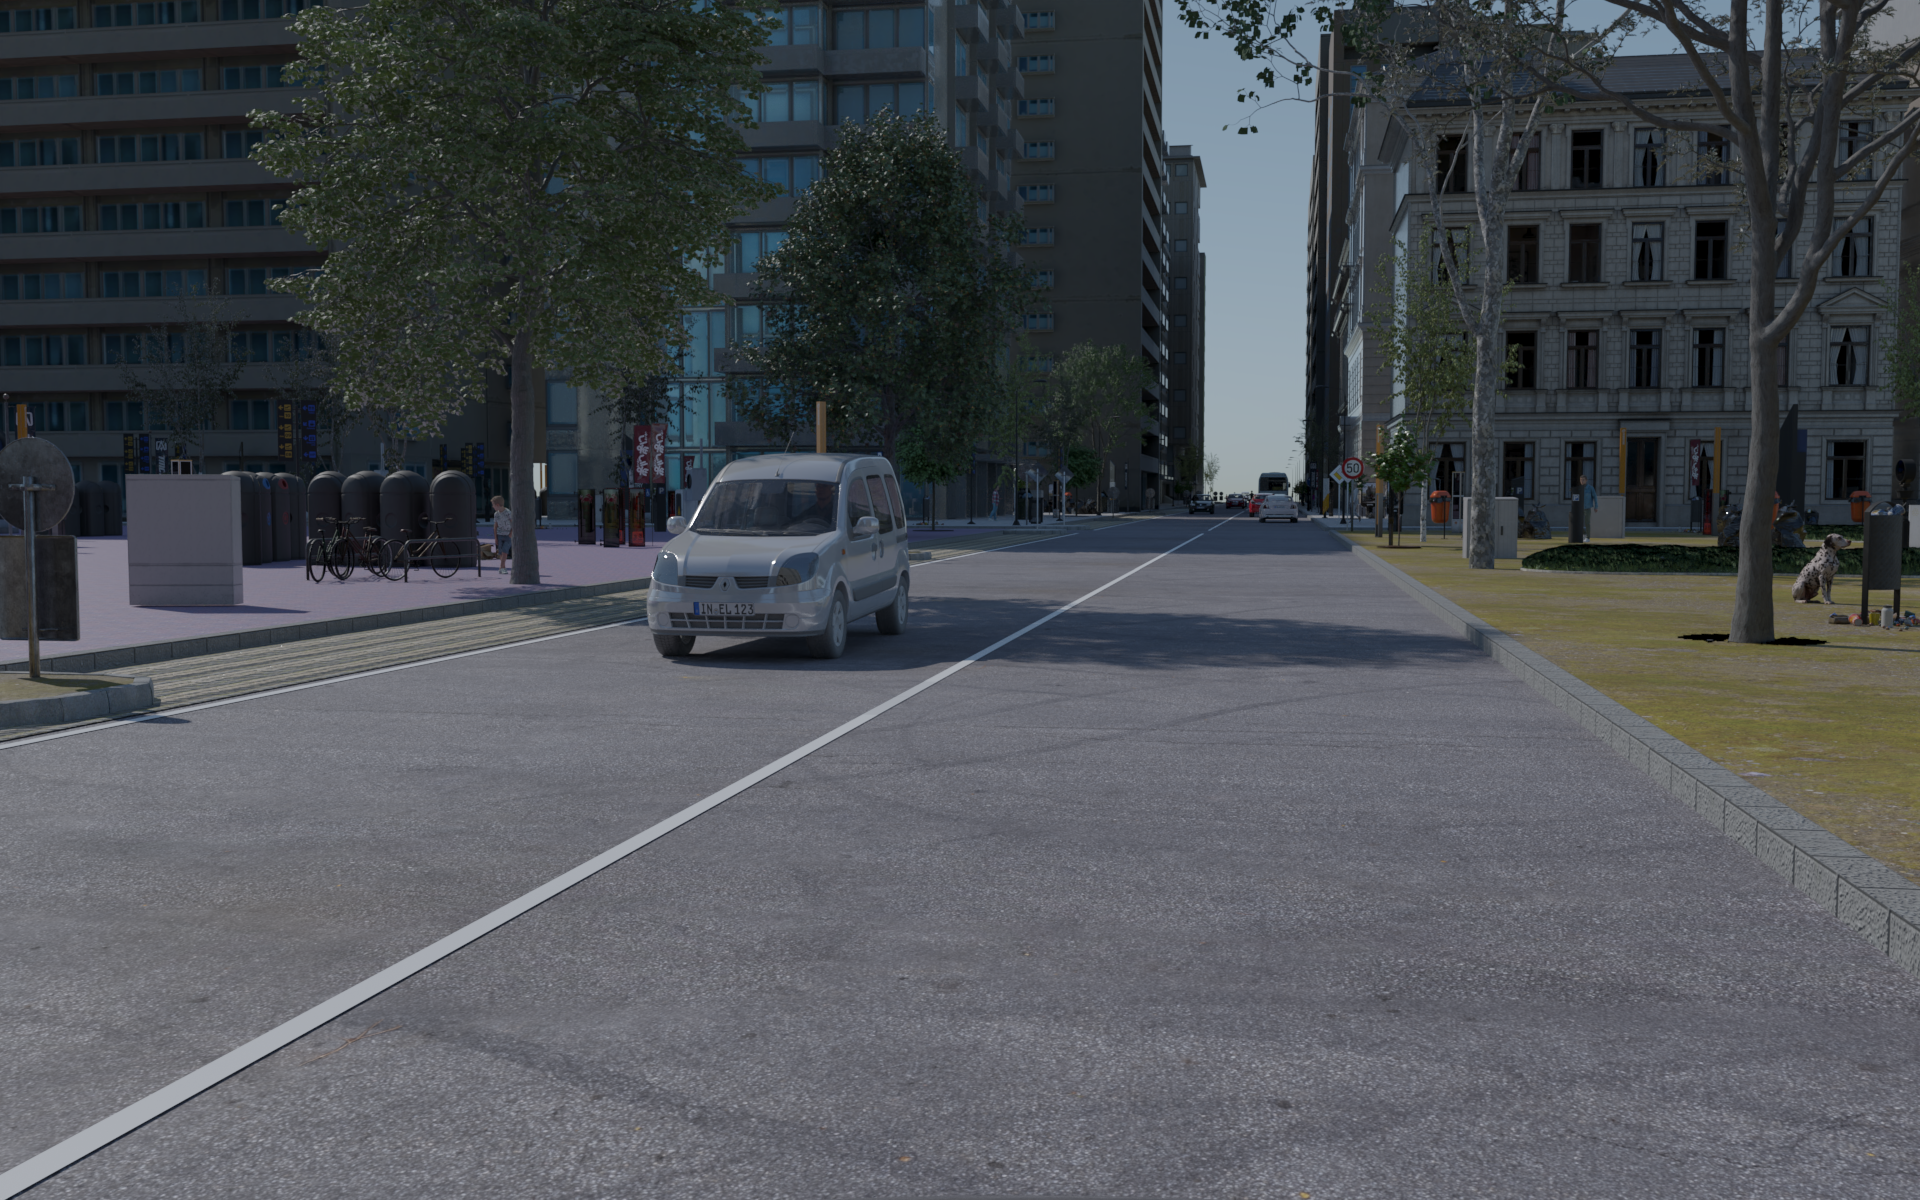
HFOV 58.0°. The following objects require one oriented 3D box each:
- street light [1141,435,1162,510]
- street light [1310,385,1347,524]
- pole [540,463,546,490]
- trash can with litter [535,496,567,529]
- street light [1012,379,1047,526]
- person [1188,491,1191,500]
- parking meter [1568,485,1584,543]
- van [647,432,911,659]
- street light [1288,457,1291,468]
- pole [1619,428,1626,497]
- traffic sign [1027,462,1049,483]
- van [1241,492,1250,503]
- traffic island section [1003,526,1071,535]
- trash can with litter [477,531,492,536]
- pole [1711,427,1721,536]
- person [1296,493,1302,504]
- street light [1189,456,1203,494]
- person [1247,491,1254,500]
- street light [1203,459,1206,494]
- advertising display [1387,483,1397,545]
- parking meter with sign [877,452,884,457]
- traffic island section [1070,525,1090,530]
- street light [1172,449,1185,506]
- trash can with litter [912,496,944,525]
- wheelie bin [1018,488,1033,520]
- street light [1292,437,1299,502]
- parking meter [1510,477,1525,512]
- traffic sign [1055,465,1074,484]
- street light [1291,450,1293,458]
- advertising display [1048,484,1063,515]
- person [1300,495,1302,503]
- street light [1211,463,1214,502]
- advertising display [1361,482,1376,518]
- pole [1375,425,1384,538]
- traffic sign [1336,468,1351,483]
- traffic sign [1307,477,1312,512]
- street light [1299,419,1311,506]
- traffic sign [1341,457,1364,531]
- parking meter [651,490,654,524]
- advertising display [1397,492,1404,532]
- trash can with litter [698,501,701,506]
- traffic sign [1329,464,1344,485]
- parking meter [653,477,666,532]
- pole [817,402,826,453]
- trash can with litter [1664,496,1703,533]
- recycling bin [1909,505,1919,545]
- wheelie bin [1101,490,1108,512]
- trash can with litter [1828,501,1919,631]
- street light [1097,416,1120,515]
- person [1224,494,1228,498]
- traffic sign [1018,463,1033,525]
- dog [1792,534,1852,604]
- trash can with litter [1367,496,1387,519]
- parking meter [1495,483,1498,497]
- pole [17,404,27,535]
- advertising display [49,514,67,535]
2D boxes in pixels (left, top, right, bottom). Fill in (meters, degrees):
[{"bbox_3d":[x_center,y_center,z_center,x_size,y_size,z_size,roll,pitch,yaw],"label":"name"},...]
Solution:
[{"bbox_3d":[14.929,-10.047,136.804,1.470,5.913,1.316,1,4,10],"label":"street light"},{"bbox_3d":[15.892,-6.213,74.122,1.470,5.913,1.316,1,4,10],"label":"street light"},{"bbox_3d":[-27.654,-7.374,114.414,0.158,3.312,0.155,0,3,0],"label":"pole"},{"bbox_3d":[-15.575,-3.225,63.790,1.678,1.210,2.233,-2,4,-33],"label":"trash can with litter"},{"bbox_3d":[2.832,-5.985,70.399,1.470,5.913,1.316,1,4,10],"label":"street light"},{"bbox_3d":[24.037,-10.501,181.102,0.530,1.710,0.541,2,4,29],"label":"person"},{"bbox_3d":[16.164,-2.264,45.420,0.372,1.533,0.369,0,3,0],"label":"parking meter"},{"bbox_3d":[-1.620,-0.580,16.490,2.013,2.044,4.112,1,4,10],"label":"van"},{"bbox_3d":[35.814,-12.894,183.353,1.470,5.913,1.316,1,4,10],"label":"street light"},{"bbox_3d":[20.389,-3.639,53.335,0.158,3.312,0.155,0,3,0],"label":"pole"},{"bbox_3d":[2.767,-3.665,62.121,0.795,2.593,0.064,1,4,10],"label":"traffic sign"},{"bbox_3d":[47.823,-17.336,290.449,2.013,2.044,4.112,1,4,11],"label":"van"},{"bbox_3d":[2.742,-2.441,62.192,2.009,0.180,2.903,1,4,10],"label":"traffic island section"},{"bbox_3d":[-15.504,-2.596,53.509,2.233,1.210,1.678,2,4,26],"label":"trash can with litter"},{"bbox_3d":[23.056,-3.606,52.799,0.158,3.312,0.155,0,3,0],"label":"pole"},{"bbox_3d":[44.424,-13.408,226.057,1.217,1.735,0.721,1,4,16],"label":"person"},{"bbox_3d":[28.625,-14.662,212.259,1.470,5.913,1.316,1,4,10],"label":"street light"},{"bbox_3d":[35.770,-12.488,212.302,1.348,1.869,0.705,0,4,6],"label":"person"},{"bbox_3d":[31.538,-15.601,227.621,1.470,5.913,1.316,1,4,10],"label":"street light"},{"bbox_3d":[10.678,-2.304,42.880,0.123,1.923,0.974,1,4,13],"label":"advertising display"},{"bbox_3d":[-4.013,-4.576,71.086,1.738,3.016,0.543,-2,4,-25],"label":"parking meter with sign"},{"bbox_3d":[4.174,-2.922,70.048,2.009,0.180,2.903,1,4,10],"label":"traffic island section"},{"bbox_3d":[22.596,-12.627,178.994,1.470,5.913,1.316,1,4,10],"label":"street light"},{"bbox_3d":[-1.151,-3.708,71.688,1.678,1.210,2.233,1,4,22],"label":"trash can with litter"},{"bbox_3d":[3.214,-4.793,86.266,0.980,1.594,0.693,3,5,39],"label":"wheelie bin"},{"bbox_3d":[28.160,-10.341,141.615,1.470,5.913,1.316,1,4,10],"label":"street light"},{"bbox_3d":[18.562,-3.180,57.700,0.399,1.863,0.255,0,4,-7],"label":"parking meter"},{"bbox_3d":[4.198,-4.146,69.977,0.795,2.593,0.064,1,4,10],"label":"traffic sign"},{"bbox_3d":[29.696,-10.865,150.190,1.470,5.913,1.316,1,4,10],"label":"street light"},{"bbox_3d":[5.977,-6.268,107.701,0.974,1.923,0.123,1,4,12],"label":"advertising display"},{"bbox_3d":[51.855,-15.735,262.947,0.705,1.869,1.348,1,4,23],"label":"person"},{"bbox_3d":[37.498,-17.631,260.812,1.470,5.913,1.316,1,4,10],"label":"street light"},{"bbox_3d":[21.984,-5.369,93.000,0.974,1.923,0.123,-1,4,-16],"label":"advertising display"},{"bbox_3d":[12.388,-3.504,51.138,0.158,3.312,0.155,0,3,0],"label":"pole"},{"bbox_3d":[13.482,-3.545,60.155,0.795,2.593,0.064,1,4,10],"label":"traffic sign"},{"bbox_3d":[25.534,-7.680,125.670,0.768,2.556,0.104,1,4,13],"label":"traffic sign"},{"bbox_3d":[21.997,-8.275,107.840,1.470,5.913,1.316,1,4,10],"label":"street light"},{"bbox_3d":[13.443,-3.622,59.323,0.768,2.556,0.104,1,4,12],"label":"traffic sign"},{"bbox_3d":[-13.249,-4.087,75.233,0.372,1.533,0.369,0,3,0],"label":"parking meter"},{"bbox_3d":[14.815,-3.288,58.974,0.123,1.923,0.974,-1,4,-14],"label":"advertising display"},{"bbox_3d":[-17.403,-6.451,116.864,1.055,1.170,0.624,0,4,8],"label":"trash can with litter"},{"bbox_3d":[14.913,-4.026,68.011,0.795,2.593,0.064,1,4,10],"label":"traffic sign"},{"bbox_3d":[-10.199,-3.247,58.805,0.399,1.863,0.255,-2,4,-35],"label":"parking meter"},{"bbox_3d":[-3.060,-2.718,38.280,0.158,3.312,0.155,0,3,0],"label":"pole"},{"bbox_3d":[24.503,-2.825,57.254,1.678,1.210,2.233,-1,4,-14],"label":"trash can with litter"},{"bbox_3d":[22.253,-1.656,39.633,0.722,1.027,0.722,-2,4,-25],"label":"recycling bin"},{"bbox_3d":[10.026,-6.924,121.121,0.693,1.594,0.980,0,4,5],"label":"wheelie bin"},{"bbox_3d":[9.479,-0.373,17.150,2.233,1.210,1.678,-2,4,-28],"label":"trash can with litter"},{"bbox_3d":[8.872,-8.014,103.576,1.470,5.913,1.316,1,4,10],"label":"street light"},{"bbox_3d":[45.213,-17.250,293.800,1.065,1.426,0.557,-3,4,-37],"label":"person"},{"bbox_3d":[2.757,-4.365,71.478,0.768,2.556,0.104,1,4,13],"label":"traffic sign"},{"bbox_3d":[10.087,-0.371,20.444,0.513,0.831,0.800,0,4,5],"label":"dog"},{"bbox_3d":[21.791,-4.827,90.316,1.055,1.170,0.624,-2,4,-27],"label":"trash can with litter"},{"bbox_3d":[12.488,-1.987,40.897,0.372,1.533,0.369,0,3,0],"label":"parking meter"},{"bbox_3d":[-21.349,-2.793,39.502,0.158,3.312,0.155,0,3,0],"label":"pole"},{"bbox_3d":[-25.157,-2.630,48.208,0.974,1.923,0.123,3,4,38],"label":"advertising display"}]
